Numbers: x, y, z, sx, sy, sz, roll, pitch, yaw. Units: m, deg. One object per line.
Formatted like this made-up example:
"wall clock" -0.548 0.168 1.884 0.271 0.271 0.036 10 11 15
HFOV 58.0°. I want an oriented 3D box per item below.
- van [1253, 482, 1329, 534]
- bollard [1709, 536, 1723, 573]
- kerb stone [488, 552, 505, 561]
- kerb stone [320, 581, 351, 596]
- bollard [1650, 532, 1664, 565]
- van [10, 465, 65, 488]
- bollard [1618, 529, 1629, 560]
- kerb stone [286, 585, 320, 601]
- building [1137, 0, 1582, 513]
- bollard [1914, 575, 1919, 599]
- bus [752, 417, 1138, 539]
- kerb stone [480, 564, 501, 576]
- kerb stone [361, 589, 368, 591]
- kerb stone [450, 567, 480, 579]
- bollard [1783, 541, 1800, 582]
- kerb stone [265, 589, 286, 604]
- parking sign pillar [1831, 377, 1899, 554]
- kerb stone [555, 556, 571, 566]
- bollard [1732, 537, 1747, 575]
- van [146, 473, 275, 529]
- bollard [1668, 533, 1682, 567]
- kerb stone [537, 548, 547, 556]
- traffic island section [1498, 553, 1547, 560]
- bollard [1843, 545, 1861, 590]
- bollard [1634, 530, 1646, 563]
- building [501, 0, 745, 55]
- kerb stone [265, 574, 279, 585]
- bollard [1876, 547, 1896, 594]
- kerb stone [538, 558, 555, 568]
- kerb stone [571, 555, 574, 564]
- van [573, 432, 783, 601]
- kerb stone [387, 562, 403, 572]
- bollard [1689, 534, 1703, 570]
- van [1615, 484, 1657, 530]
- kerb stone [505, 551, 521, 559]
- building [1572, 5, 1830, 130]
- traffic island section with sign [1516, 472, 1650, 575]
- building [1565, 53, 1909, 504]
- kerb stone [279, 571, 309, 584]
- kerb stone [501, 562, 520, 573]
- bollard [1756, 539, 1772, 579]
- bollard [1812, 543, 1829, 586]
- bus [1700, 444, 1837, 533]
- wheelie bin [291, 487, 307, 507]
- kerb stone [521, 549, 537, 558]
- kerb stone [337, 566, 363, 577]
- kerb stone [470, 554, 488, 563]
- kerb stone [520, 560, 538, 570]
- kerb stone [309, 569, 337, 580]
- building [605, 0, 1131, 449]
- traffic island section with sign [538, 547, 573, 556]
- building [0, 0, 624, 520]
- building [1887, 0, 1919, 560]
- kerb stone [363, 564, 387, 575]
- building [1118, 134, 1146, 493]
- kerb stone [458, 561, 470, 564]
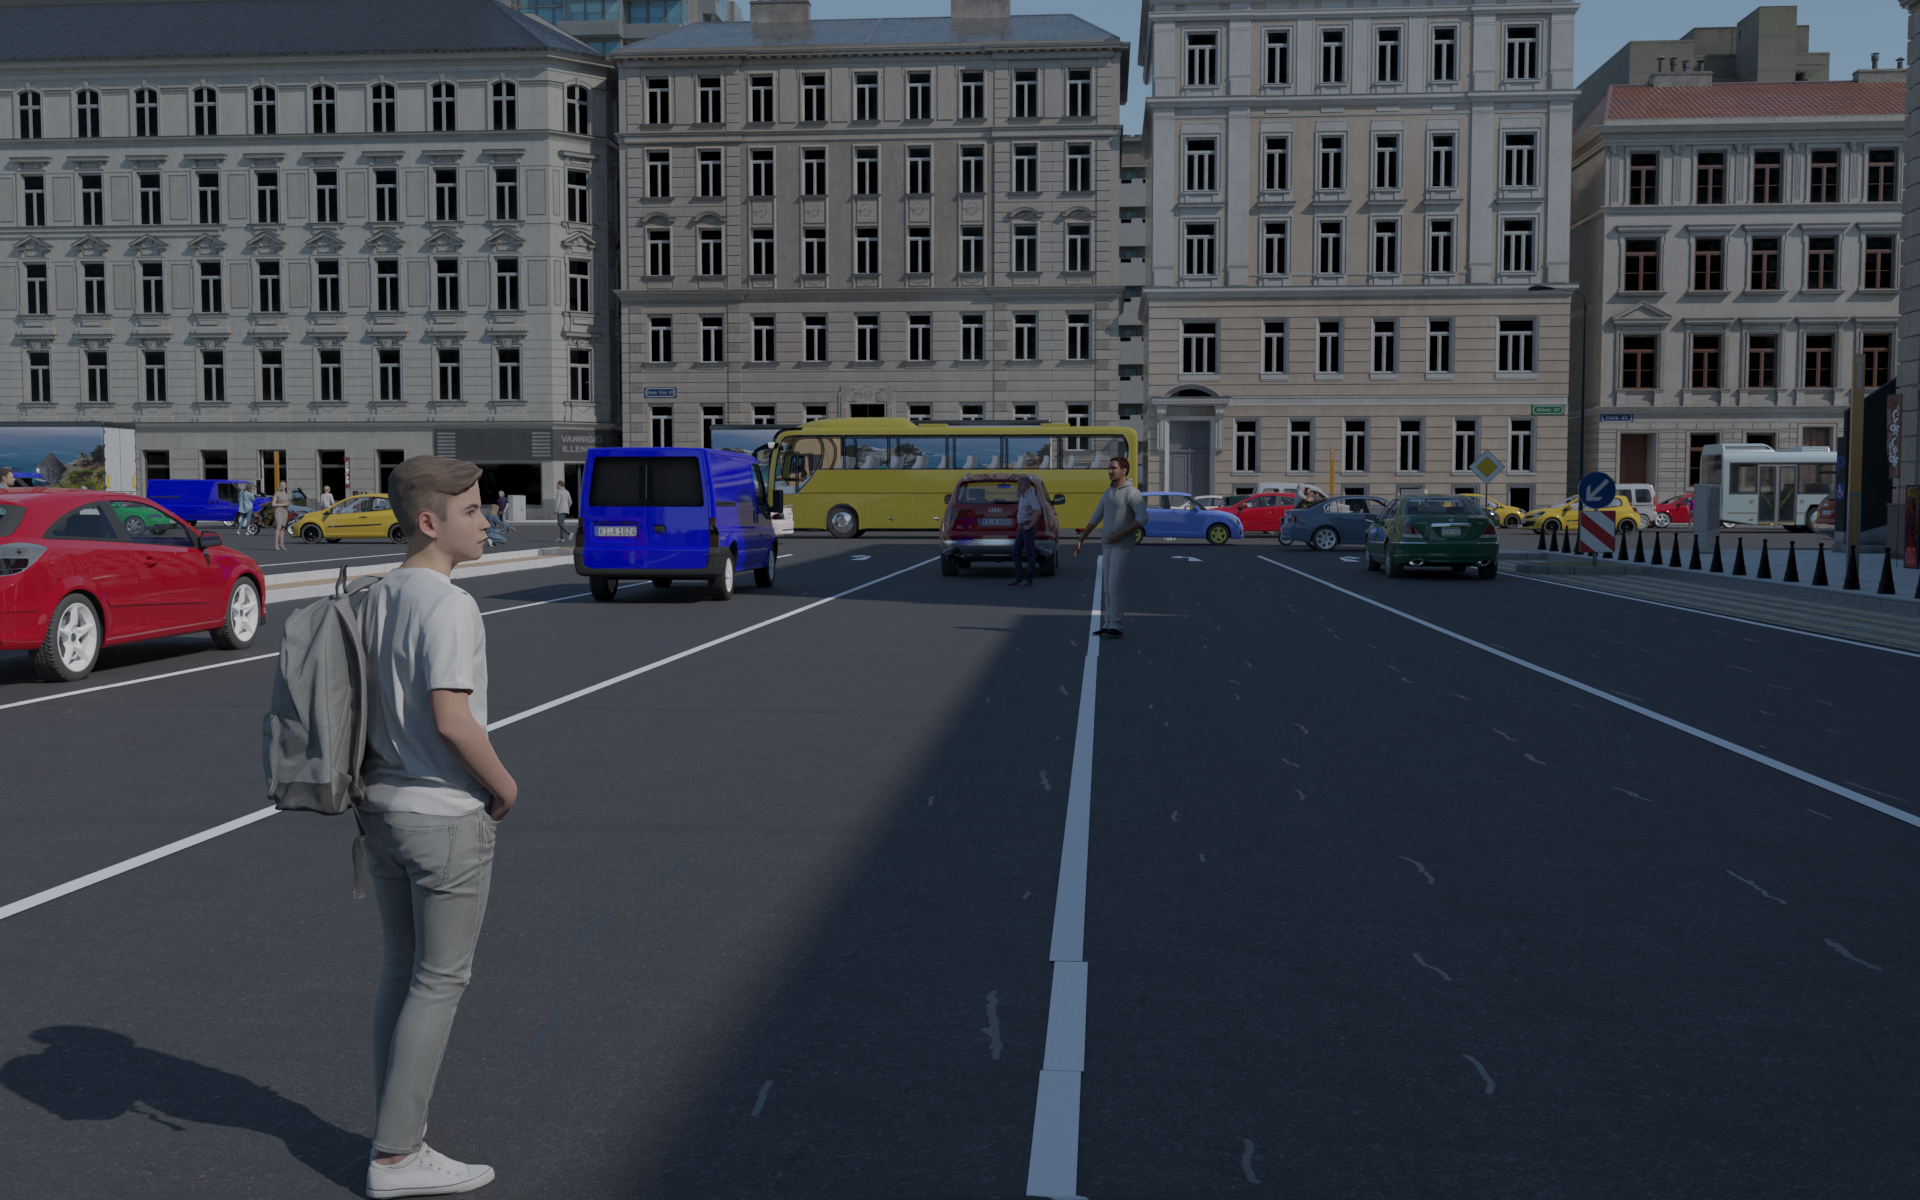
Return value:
"van" 12.525 -3.383 62.323 4.112 2.044 2.013 0 4 4
"bollard" 12.417 -0.756 28.406 0.229 0.601 0.229 0 3 0
"kerb stone" -10.046 -0.910 37.153 0.120 0.150 1.000 0 4 5
"kerb stone" -8.979 -0.149 24.705 0.120 0.150 1.000 0 4 5
"bollard" 12.675 -0.945 31.485 0.229 0.601 0.229 0 3 0
"van" -26.541 -2.641 47.569 5.245 2.365 2.240 0 4 6
"bollard" 12.847 -1.070 33.531 0.229 0.601 0.229 0 3 0
"kerb stone" -9.067 -0.091 23.680 0.120 0.150 1.000 0 4 5
"building" 19.015 -18.380 86.420 20.117 28.700 13.634 0 4 5
"bollard" 11.812 -0.316 21.201 0.229 0.601 0.229 0 3 0
"bus" -0.416 -3.945 56.047 12.252 3.916 2.896 0 4 5
"kerb stone" -8.459 -0.527 30.867 0.120 0.150 1.000 0 4 5
"kerb stone" -8.885 -0.216 25.728 0.120 0.150 1.000 0 4 5
"kerb stone" -8.547 -0.468 29.842 0.120 0.150 1.000 0 4 5
"bollard" 12.160 -0.567 25.318 0.229 0.601 0.229 0 3 0
"kerb stone" -9.151 -0.028 22.653 0.120 0.150 1.000 0 4 5
"parking sign pillar" 19.959 -3.027 37.957 1.447 3.967 1.447 0 4 1
"kerb stone" -8.124 -0.779 34.974 0.120 0.150 1.000 0 4 5
"bollard" 12.328 -0.693 27.379 0.229 0.601 0.229 0 3 0
"van" -31.165 -4.162 72.429 5.245 2.365 2.240 0 4 5
"bollard" 12.588 -0.882 30.459 0.229 0.601 0.229 0 3 0
"kerb stone" -9.794 -1.103 40.234 0.120 0.150 1.000 0 4 5
"traffic island section" 11.813 -1.016 38.894 2.009 0.180 2.903 0 4 5
"bollard" 11.984 -0.442 23.261 0.229 0.601 0.229 0 3 0
"bollard" 12.760 -1.007 32.508 0.229 0.601 0.229 0 3 0
"building" -31.011 -32.813 156.103 23.786 49.044 30.456 0 4 5
"kerb stone" -10.910 -0.287 26.883 0.120 0.150 1.000 0 4 5
"bollard" 11.897 -0.378 22.224 0.229 0.601 0.229 0 3 0
"kerb stone" -8.203 -0.716 33.949 0.120 0.150 1.000 0 4 5
"kerb stone" -8.032 -0.845 36.007 0.120 0.150 1.000 0 4 5
"van" -3.917 -1.258 24.952 2.240 2.365 5.245 0 4 3
"kerb stone" -10.474 -0.601 32.018 0.120 0.150 1.000 0 4 5
"bollard" 12.502 -0.819 29.429 0.229 0.601 0.229 0 3 0
"van" 25.947 -3.856 70.057 4.112 2.044 2.013 0 4 6
"kerb stone" -9.959 -0.977 38.177 0.120 0.150 1.000 0 4 5
"building" 76.093 -33.906 178.065 21.600 48.544 21.300 0 4 5
"traffic island section with sign" 11.197 -1.389 31.346 1.989 1.847 2.006 0 4 5
"building" 39.951 -15.182 84.378 21.152 22.565 11.583 0 4 5
"kerb stone" -10.824 -0.349 27.912 0.120 0.150 1.000 0 4 5
"kerb stone" -8.381 -0.593 31.892 0.120 0.150 1.000 0 4 5
"bollard" 12.245 -0.631 26.356 0.229 0.601 0.229 0 3 0
"bollard" 12.070 -0.504 24.284 0.229 0.601 0.229 0 3 0
"bus" 34.447 -4.207 63.640 13.247 3.499 2.948 0 4 5
"wheelie bin" -31.012 -4.488 81.290 0.693 1.594 0.980 -2 4 -28
"kerb stone" -9.864 -1.041 39.208 0.120 0.150 1.000 0 4 5
"kerb stone" -10.646 -0.475 29.961 0.120 0.150 1.000 0 4 5
"kerb stone" -10.132 -0.847 36.128 0.120 0.150 1.000 0 4 5
"kerb stone" -8.294 -0.655 32.919 0.120 0.150 1.000 0 4 5
"kerb stone" -10.738 -0.412 28.937 0.120 0.150 1.000 0 4 5
"building" -4.011 -17.825 88.707 25.104 27.353 12.463 0 4 5
"traffic island section with sign" -8.672 -2.001 40.845 2.006 1.907 1.989 0 4 5
"building" -38.355 -19.384 93.341 44.131 29.872 17.030 0 4 5
"building" 22.902 -13.675 20.853 12.463 27.353 25.104 0 4 5
"kerb stone" -10.568 -0.532 30.988 0.120 0.150 1.000 0 4 5
"building" 17.068 -40.632 253.567 27.495 52.752 28.713 0 4 5
"kerb stone" -10.215 -0.789 35.096 0.120 0.150 1.000 0 4 5
